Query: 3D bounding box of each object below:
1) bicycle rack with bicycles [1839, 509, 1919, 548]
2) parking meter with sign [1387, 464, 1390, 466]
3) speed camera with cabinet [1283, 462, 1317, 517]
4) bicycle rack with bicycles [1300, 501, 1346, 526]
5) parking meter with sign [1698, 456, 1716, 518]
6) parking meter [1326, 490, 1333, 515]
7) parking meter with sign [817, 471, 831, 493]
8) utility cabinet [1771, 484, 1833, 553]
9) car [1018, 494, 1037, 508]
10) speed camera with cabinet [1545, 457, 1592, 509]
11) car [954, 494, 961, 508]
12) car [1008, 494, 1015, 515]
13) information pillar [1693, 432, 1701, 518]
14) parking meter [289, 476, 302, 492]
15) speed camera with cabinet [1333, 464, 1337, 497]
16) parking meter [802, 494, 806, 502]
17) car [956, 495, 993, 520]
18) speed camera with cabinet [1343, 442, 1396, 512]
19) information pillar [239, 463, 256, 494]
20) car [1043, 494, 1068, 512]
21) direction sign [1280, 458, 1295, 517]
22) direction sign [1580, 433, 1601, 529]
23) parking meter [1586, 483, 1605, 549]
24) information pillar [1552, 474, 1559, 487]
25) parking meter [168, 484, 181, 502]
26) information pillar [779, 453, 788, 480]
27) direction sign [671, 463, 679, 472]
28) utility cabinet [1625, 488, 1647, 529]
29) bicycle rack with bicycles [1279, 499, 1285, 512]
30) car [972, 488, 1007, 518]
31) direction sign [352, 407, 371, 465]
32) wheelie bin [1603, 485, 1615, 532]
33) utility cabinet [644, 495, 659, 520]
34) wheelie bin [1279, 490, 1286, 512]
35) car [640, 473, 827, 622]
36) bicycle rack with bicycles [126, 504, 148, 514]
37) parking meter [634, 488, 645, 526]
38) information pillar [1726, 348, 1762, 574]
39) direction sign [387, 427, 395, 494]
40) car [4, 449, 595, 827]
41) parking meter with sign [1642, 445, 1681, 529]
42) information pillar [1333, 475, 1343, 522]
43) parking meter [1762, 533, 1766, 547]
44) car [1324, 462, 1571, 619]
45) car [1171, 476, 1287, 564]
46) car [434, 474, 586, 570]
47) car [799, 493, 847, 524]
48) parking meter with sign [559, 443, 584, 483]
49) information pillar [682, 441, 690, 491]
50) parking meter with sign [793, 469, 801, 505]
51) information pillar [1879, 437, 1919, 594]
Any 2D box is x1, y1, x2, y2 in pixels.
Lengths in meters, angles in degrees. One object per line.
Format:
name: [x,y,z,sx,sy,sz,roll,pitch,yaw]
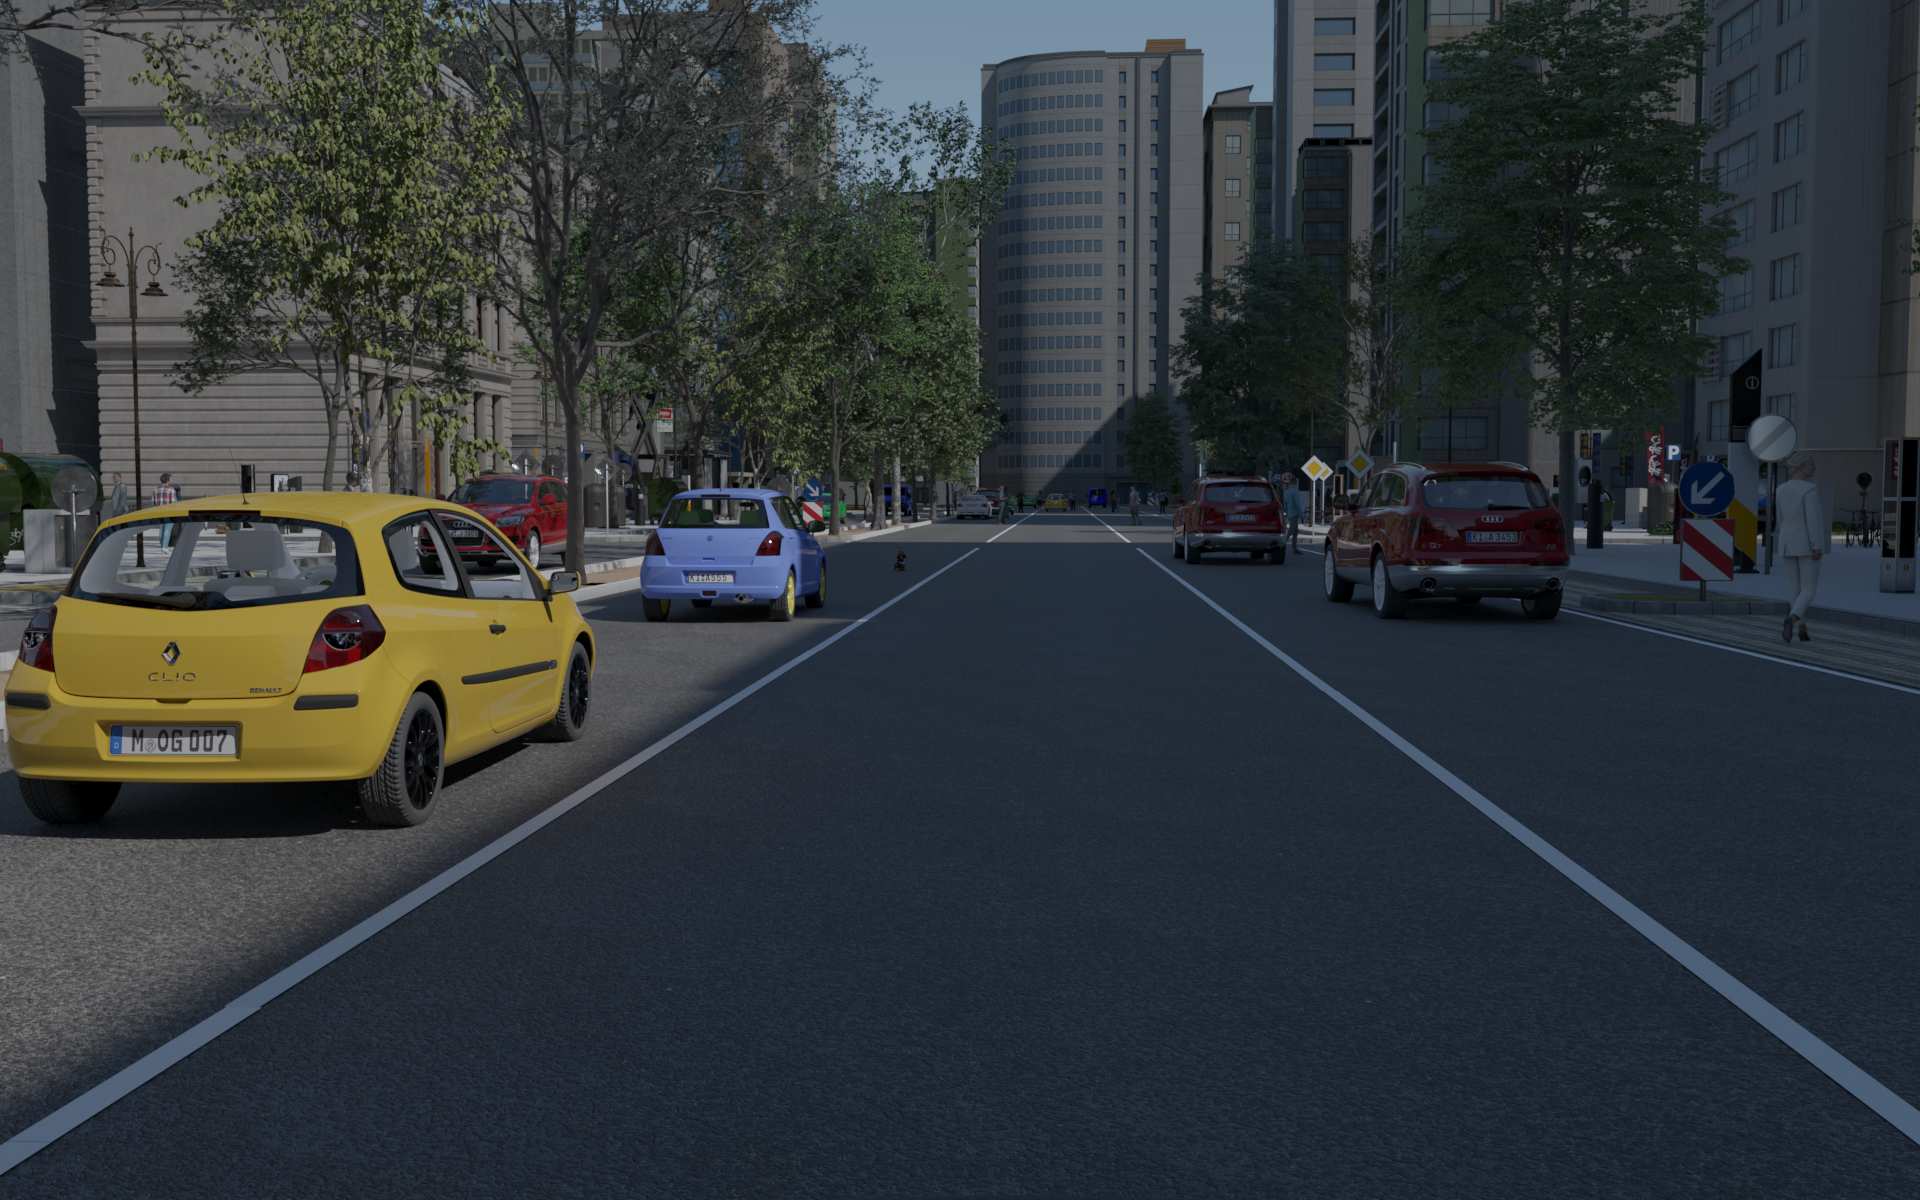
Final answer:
bicycle rack with bicycles: [22.270,-1.715,41.422,2.925,0.926,2.852,-3,5,-44]
parking meter with sign: [24.429,-6.451,101.739,1.738,3.016,0.543,-1,4,-9]
speed camera with cabinet: [19.154,-6.313,97.549,0.660,3.252,2.038,-2,4,-35]
bicycle rack with bicycles: [15.092,-3.420,69.298,2.925,0.926,2.852,1,4,11]
parking meter with sign: [31.250,-4.722,73.472,1.738,3.016,0.543,-2,4,-26]
parking meter: [22.399,-5.905,104.961,0.372,1.533,0.369,0,3,0]
parking meter with sign: [-9.519,-7.528,119.337,1.738,3.016,0.543,-1,4,-12]
utility cabinet: [18.186,-1.758,37.430,1.173,1.500,0.318,2,4,29]
car: [6.790,-10.073,173.482,1.959,1.807,4.718,0,4,2]
speed camera with cabinet: [15.054,-3.001,43.397,2.038,3.252,0.660,-3,5,-40]
car: [0.139,-10.735,185.744,2.015,1.641,3.980,0,4,4]
car: [2.904,-6.897,121.560,1.959,1.807,4.718,0,4,2]
information pillar: [27.867,-4.538,65.545,0.183,3.616,0.504,0,4,5]
parking meter: [-21.722,-3.112,56.591,0.399,1.863,0.255,1,4,12]
speed camera with cabinet: [24.586,-7.268,113.175,0.660,3.252,2.038,2,4,28]
parking meter: [-9.879,-6.357,109.654,0.255,1.863,0.399,-1,4,-13]
car: [0.821,-5.257,98.306,2.083,1.381,4.827,0,4,4]
speed camera with cabinet: [15.858,-4.397,66.224,2.038,3.252,0.660,2,4,29]
information pillar: [-17.068,-2.266,41.540,0.304,2.012,0.304,-1,4,-11]
car: [7.852,-8.058,141.976,2.015,1.641,3.980,0,4,2]
direction sign: [18.033,-6.320,95.331,0.876,3.537,0.379,-1,4,-14]
direction sign: [23.318,-4.412,64.127,0.379,3.537,0.876,-2,4,-34]
parking meter: [14.951,-1.977,40.741,0.372,1.533,0.369,0,3,0]
information pillar: [21.408,-3.521,62.056,0.304,2.012,0.304,3,5,42]
parking meter: [-19.212,-2.071,42.274,0.372,1.533,0.369,0,3,0]
information pillar: [-9.857,-6.433,96.540,0.504,3.616,0.183,1,4,15]
direction sign: [-20.993,-8.277,127.320,0.379,3.537,0.876,1,4,19]
utility cabinet: [24.933,-3.374,63.836,0.318,1.500,1.173,0,4,-3]
bicycle rack with bicycles: [23.176,-6.460,119.000,2.852,0.926,2.925,-1,4,-11]
car: [1.822,-5.855,104.396,2.281,1.827,5.304,0,4,4]
direction sign: [-15.668,-3.265,45.382,0.379,3.537,0.876,1,4,9]
wheelie bin: [22.090,-3.157,59.533,0.693,1.594,0.980,0,4,8]
utility cabinet: [-15.224,-4.523,85.116,1.020,1.237,0.306,3,4,38]
wheelie bin: [23.100,-7.043,123.067,0.980,1.594,0.693,1,4,22]
car: [-2.630,-0.685,20.795,1.945,1.707,3.694,0,4,4]
bicycle rack with bicycles: [-47.525,-5.213,98.609,2.852,0.926,2.925,1,4,10]
parking meter: [-13.156,-3.825,70.954,0.372,1.533,0.369,0,3,0]
information pillar: [12.640,-2.236,27.906,0.504,3.616,0.183,0,3,0]
direction sign: [-19.404,-4.107,59.143,0.379,3.537,0.876,0,4,-6]
car: [-3.097,0.080,8.920,2.015,1.641,3.980,0,4,3]
parking meter with sign: [25.112,-4.032,62.190,0.543,3.016,1.738,-1,4,-9]
information pillar: [14.516,-3.792,66.487,0.304,2.012,0.304,1,4,21]
parking meter: [19.704,-2.060,42.084,0.372,1.533,0.369,0,3,0]
car: [5.864,-0.778,21.389,2.281,1.827,5.304,0,4,2]
car: [5.691,-1.728,36.930,2.281,1.827,5.304,0,4,3]
car: [-8.605,-1.479,32.853,2.281,1.827,5.304,0,4,2]
car: [-6.478,-4.471,81.897,1.959,1.807,4.718,0,4,4]
parking meter with sign: [-13.613,-3.839,59.030,1.738,3.016,0.543,2,4,32]
information pillar: [-12.147,-5.227,76.813,0.504,3.616,0.183,3,5,43]
parking meter with sign: [-11.163,-7.506,118.984,0.543,3.016,1.738,0,4,-3]
information pillar: [12.162,-1.096,22.416,0.304,2.012,0.304,-1,4,-12]
